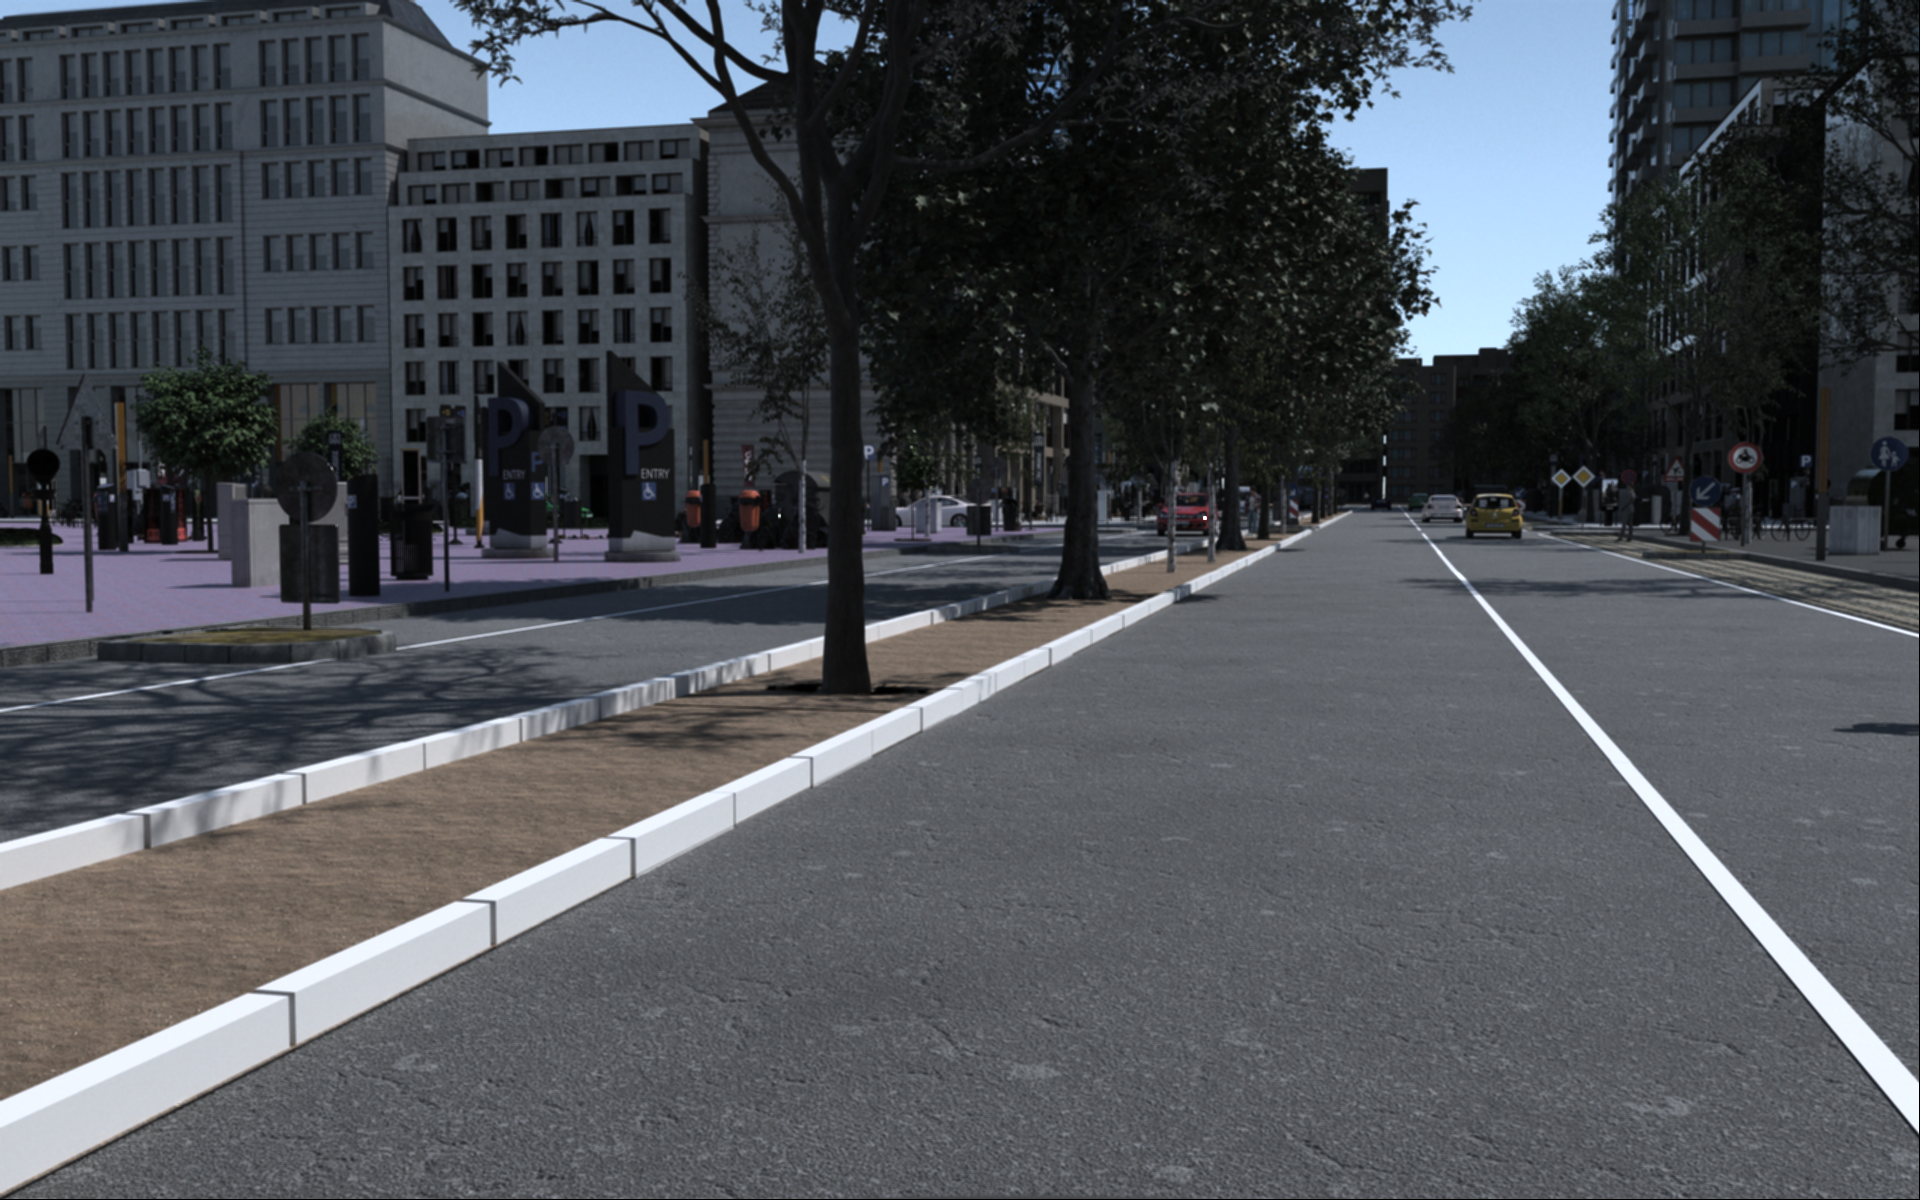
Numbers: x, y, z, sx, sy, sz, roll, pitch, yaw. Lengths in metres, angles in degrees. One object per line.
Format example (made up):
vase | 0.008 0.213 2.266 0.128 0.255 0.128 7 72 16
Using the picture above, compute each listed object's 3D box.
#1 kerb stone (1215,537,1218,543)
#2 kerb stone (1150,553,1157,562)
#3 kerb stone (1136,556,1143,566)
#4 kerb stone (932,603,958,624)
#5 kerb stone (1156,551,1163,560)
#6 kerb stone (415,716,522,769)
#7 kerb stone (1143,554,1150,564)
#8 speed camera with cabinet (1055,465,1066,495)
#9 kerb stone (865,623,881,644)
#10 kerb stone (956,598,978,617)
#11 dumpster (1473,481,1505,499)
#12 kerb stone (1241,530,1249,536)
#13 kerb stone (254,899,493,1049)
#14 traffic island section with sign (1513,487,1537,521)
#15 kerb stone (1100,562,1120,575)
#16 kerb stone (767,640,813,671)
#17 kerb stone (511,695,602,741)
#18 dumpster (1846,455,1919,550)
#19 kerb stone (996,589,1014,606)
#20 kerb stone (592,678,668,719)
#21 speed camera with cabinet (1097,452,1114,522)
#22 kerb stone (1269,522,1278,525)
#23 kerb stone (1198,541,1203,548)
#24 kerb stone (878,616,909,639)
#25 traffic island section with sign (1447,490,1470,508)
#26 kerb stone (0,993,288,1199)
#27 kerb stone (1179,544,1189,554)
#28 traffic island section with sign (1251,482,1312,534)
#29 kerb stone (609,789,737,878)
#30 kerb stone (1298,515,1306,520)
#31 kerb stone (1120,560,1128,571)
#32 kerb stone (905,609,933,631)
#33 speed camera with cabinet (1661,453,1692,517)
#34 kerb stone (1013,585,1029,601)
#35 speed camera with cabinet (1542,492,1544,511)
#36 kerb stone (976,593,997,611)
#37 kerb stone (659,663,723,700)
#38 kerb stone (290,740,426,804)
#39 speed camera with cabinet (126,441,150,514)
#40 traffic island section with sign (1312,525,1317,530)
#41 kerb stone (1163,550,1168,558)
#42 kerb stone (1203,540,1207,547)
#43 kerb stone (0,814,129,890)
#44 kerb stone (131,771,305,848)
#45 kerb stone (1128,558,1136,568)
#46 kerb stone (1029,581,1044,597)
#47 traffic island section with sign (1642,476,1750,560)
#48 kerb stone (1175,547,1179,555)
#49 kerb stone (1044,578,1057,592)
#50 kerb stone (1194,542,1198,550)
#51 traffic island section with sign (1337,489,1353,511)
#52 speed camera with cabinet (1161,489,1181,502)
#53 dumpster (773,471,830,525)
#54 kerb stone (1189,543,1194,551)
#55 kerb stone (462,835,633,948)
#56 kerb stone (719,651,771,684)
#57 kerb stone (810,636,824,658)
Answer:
kerb stone | 7.157 -1.655 49.249 0.120 0.150 1.000 1 4 14
kerb stone | 3.949 -0.861 36.321 0.120 0.150 1.000 1 4 14
kerb stone | 3.456 -0.741 34.338 0.120 0.150 1.000 1 4 14
kerb stone | -0.231 0.171 19.400 0.120 0.150 1.000 1 4 14
kerb stone | 4.202 -0.925 37.312 0.120 0.150 1.000 1 4 14
kerb stone | -2.701 0.783 9.449 0.120 0.150 1.000 1 4 14
kerb stone | 3.704 -0.803 35.329 0.120 0.150 1.000 1 4 14
speed camera with cabinet | 6.842 -7.528 117.415 0.660 3.252 2.038 0 4 -4
kerb stone | -0.973 0.354 16.420 0.120 0.150 1.000 1 4 14
kerb stone | 0.004 0.113 20.399 0.120 0.150 1.000 1 4 14
dumpster | 34.312 -6.567 112.320 1.985 2.255 1.502 1 4 13
kerb stone | 10.103 -2.385 61.188 0.120 0.150 1.000 1 4 14
kerb stone | -1.653 1.056 4.967 0.120 0.150 1.000 1 4 14
traffic island section with sign | 29.499 -5.090 91.854 1.989 1.847 2.006 1 4 14
kerb stone | 2.710 -0.555 31.341 0.120 0.150 1.000 1 4 14
kerb stone | -1.463 0.476 14.426 0.120 0.150 1.000 1 4 14
kerb stone | -2.455 0.724 10.451 0.120 0.150 1.000 1 4 14
dumpster | 21.618 -2.305 40.182 1.502 2.255 1.985 1 4 14
kerb stone | 0.499 -0.011 22.386 0.120 0.150 1.000 1 4 14
kerb stone | -2.206 0.658 11.444 0.120 0.150 1.000 1 4 14
speed camera with cabinet | 6.719 -5.268 80.474 0.660 3.252 2.038 1 4 16
kerb stone | 13.691 -3.265 75.654 0.120 0.150 1.000 1 4 14
kerb stone | 6.162 -1.411 45.278 0.120 0.150 1.000 1 4 14
kerb stone | -0.731 0.293 17.412 0.120 0.150 1.000 1 4 14
traffic island section with sign | 48.193 -9.709 167.364 1.989 1.847 2.006 1 4 14
kerb stone | -1.900 1.120 3.975 0.120 0.150 1.000 1 4 14
kerb stone | 5.423 -1.229 42.288 0.120 0.150 1.000 1 4 14
traffic island section with sign | 11.626 -3.349 62.889 2.006 1.907 1.989 1 4 14
kerb stone | -1.149 0.932 6.961 0.120 0.150 1.000 1 4 14
kerb stone | 19.863 -4.794 100.576 0.120 0.150 1.000 1 4 14
kerb stone | 2.963 -0.620 32.336 0.120 0.150 1.000 1 4 14
kerb stone | -0.494 0.232 18.407 0.120 0.150 1.000 1 4 14
speed camera with cabinet | 34.446 -5.438 83.251 0.660 3.252 2.038 0 4 -5
kerb stone | 0.740 -0.072 23.379 0.120 0.150 1.000 1 4 14
speed camera with cabinet | 45.905 -8.558 134.264 2.038 3.252 0.660 1 4 23
kerb stone | 0.259 0.049 21.389 0.120 0.150 1.000 1 4 14
kerb stone | -1.961 0.597 12.437 0.120 0.150 1.000 1 4 14
kerb stone | -2.943 0.840 8.456 0.120 0.150 1.000 1 4 14
speed camera with cabinet | -30.218 -4.317 64.926 0.660 3.252 2.038 2 4 29
traffic island section with sign | 13.416 -3.788 70.078 2.006 1.907 1.989 1 4 14
kerb stone | 4.442 -0.986 38.318 0.120 0.150 1.000 1 4 14
kerb stone | 6.419 -1.472 46.268 0.120 0.150 1.000 1 4 14
kerb stone | -3.446 0.965 6.465 0.120 0.150 1.000 1 4 14
kerb stone | -3.190 0.903 7.457 0.120 0.150 1.000 1 4 14
kerb stone | 3.211 -0.681 33.327 0.120 0.150 1.000 1 4 14
kerb stone | 0.988 -0.133 24.371 0.120 0.150 1.000 1 4 14
traffic island section with sign | 16.284 -1.823 38.439 1.989 1.847 2.006 1 4 14
kerb stone | 4.924 -1.108 40.305 0.120 0.150 1.000 1 4 14
kerb stone | 1.236 -0.192 25.372 0.120 0.150 1.000 1 4 14
kerb stone | 5.919 -1.351 44.286 0.120 0.150 1.000 1 4 14
traffic island section with sign | 31.464 -8.250 143.025 2.006 1.907 1.989 1 4 14
speed camera with cabinet | 14.197 -7.655 119.498 2.038 3.252 0.660 2 4 24
dumpster | -3.868 -2.311 43.544 1.264 1.857 1.865 1 4 14
kerb stone | 5.678 -1.287 43.280 0.120 0.150 1.000 1 4 14
kerb stone | -1.402 0.993 5.964 0.120 0.150 1.000 1 4 14
kerb stone | -1.716 0.536 13.435 0.120 0.150 1.000 1 4 14
kerb stone | -1.223 0.414 15.422 0.120 0.150 1.000 1 4 14
